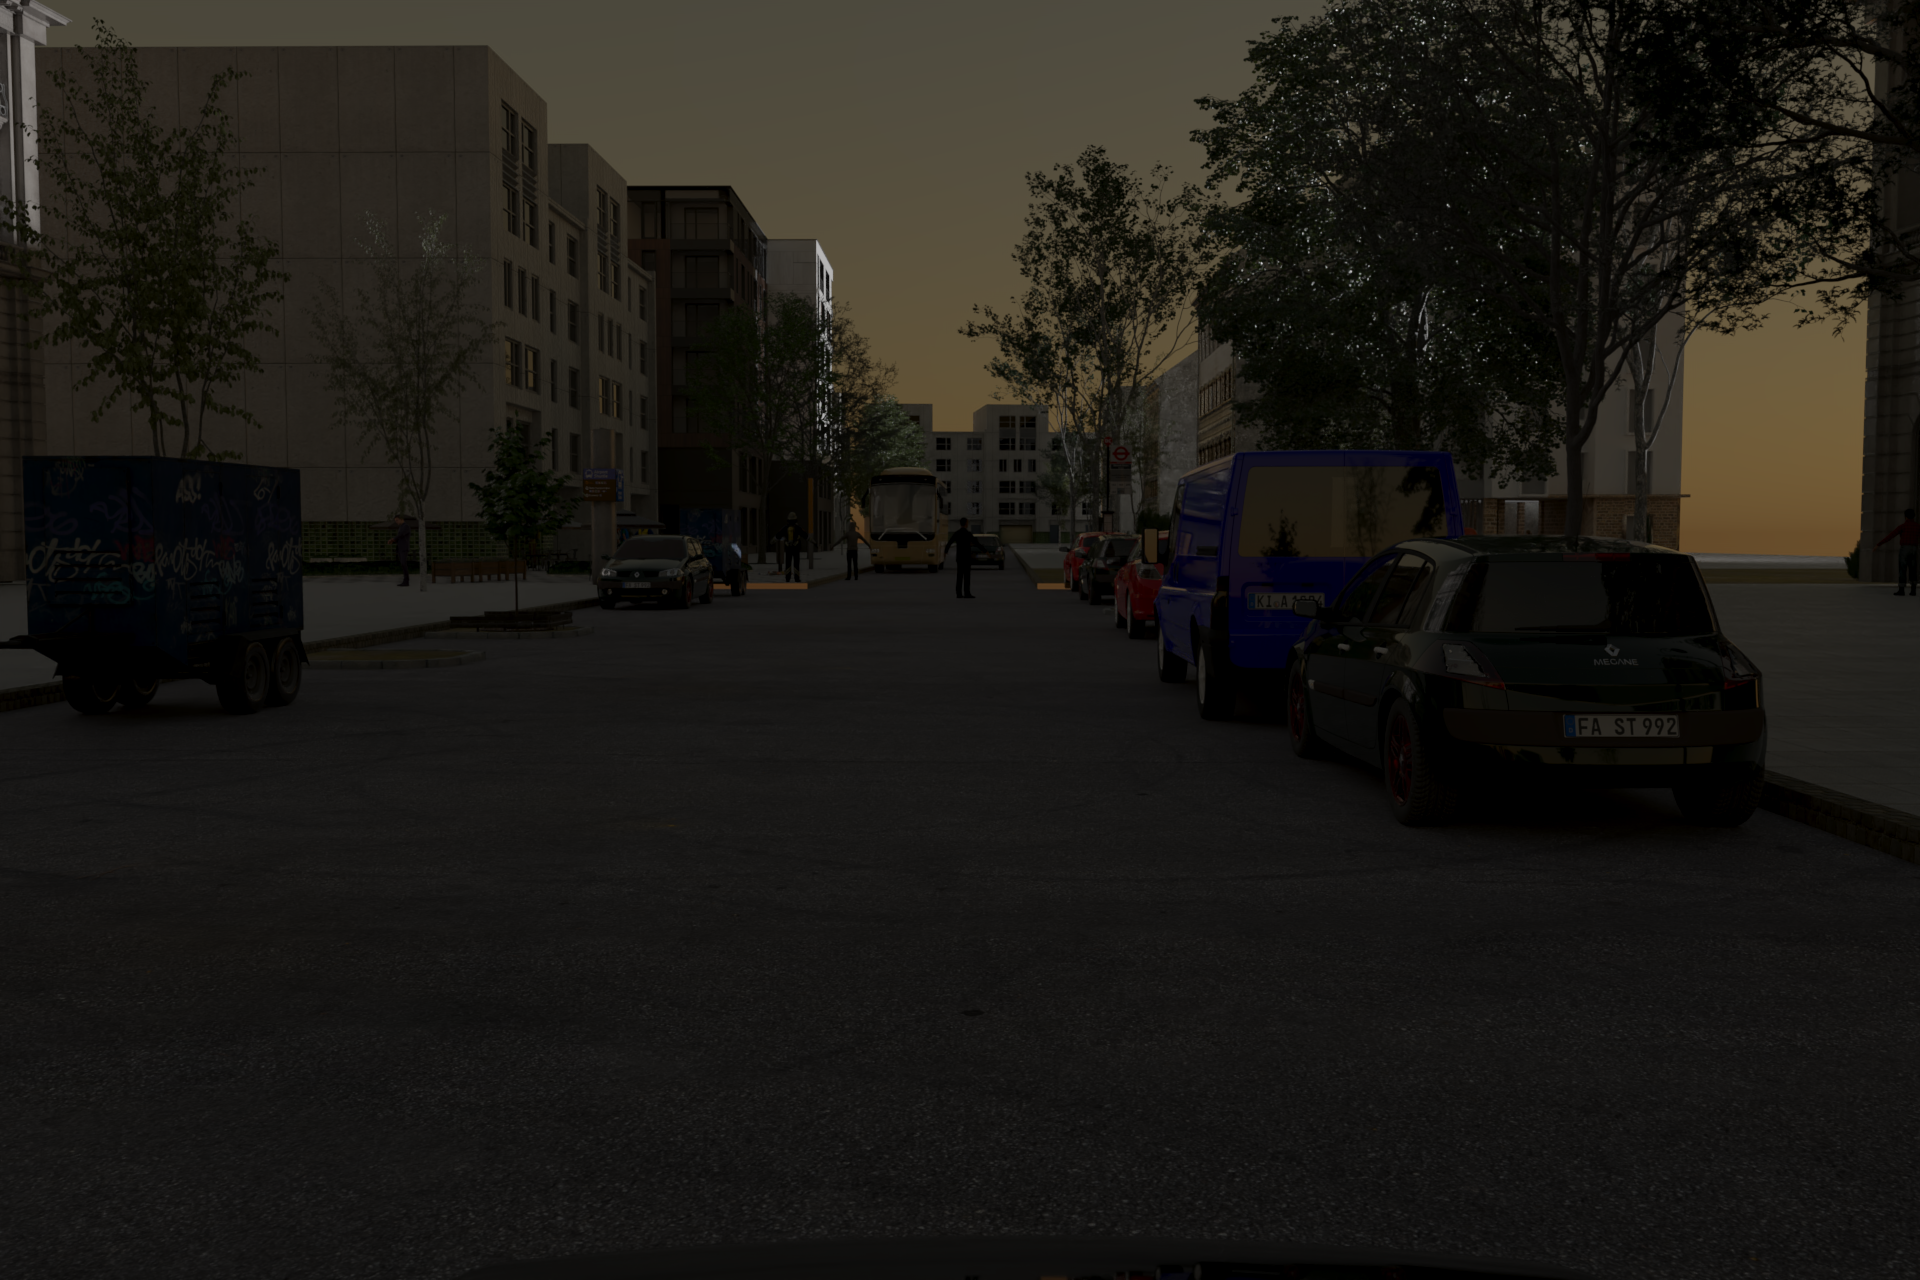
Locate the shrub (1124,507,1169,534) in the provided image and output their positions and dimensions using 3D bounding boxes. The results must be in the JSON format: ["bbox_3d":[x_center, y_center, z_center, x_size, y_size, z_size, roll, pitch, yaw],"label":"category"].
[{"bbox_3d":[5.343,-2.760,49.168,1.661,2.075,1.752,0,3,0],"label":"shrub"}]

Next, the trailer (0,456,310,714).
[{"bbox_3d":[-6.330,-0.387,13.382,1.471,1.999,3.904,0,4,1],"label":"trailer"}]

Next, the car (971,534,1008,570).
[{"bbox_3d":[0.965,-3.711,70.457,2.009,1.686,4.222,0,4,2],"label":"car"}]

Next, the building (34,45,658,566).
[{"bbox_3d":[-25.168,-12.994,78.910,16.747,18.905,31.486,0,4,1],"label":"building"}]

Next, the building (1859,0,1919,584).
[{"bbox_3d":[27.709,-11.604,30.377,13.314,22.015,24.055,0,4,2],"label":"building"}]

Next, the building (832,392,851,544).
[{"bbox_3d":[-23.351,-21.398,216.317,16.747,18.905,31.486,0,4,1],"label":"building"}]

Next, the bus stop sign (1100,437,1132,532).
[{"bbox_3d":[4.268,-3.593,47.449,0.855,3.939,0.416,0,4,0],"label":"bus stop sign"}]

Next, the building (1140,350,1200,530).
[{"bbox_3d":[28.959,-21.283,178.907,19.493,23.208,18.063,0,4,1],"label":"building"}]

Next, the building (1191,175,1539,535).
[{"bbox_3d":[24.600,-16.718,104.273,19.493,23.208,18.063,0,4,2],"label":"building"}]

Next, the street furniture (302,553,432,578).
[{"bbox_3d":[-20.948,-2.244,52.322,5.734,0.657,10.072,3,5,42],"label":"street furniture"}]

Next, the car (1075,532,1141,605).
[{"bbox_3d":[3.450,-1.625,36.361,2.009,1.686,4.222,0,4,0],"label":"car"}]

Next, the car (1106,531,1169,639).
[{"bbox_3d":[3.225,-0.984,25.123,2.155,1.783,4.494,0,4,2],"label":"car"}]

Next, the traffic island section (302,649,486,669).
[{"bbox_3d":[-6.428,0.216,19.342,1.991,0.108,1.994,0,4,1],"label":"traffic island section"}]

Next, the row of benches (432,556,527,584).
[{"bbox_3d":[-12.973,-1.912,46.721,1.422,0.672,4.104,1,4,14],"label":"row of benches"}]

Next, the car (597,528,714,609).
[{"bbox_3d":[-5.996,-1.502,34.347,2.009,1.686,4.222,0,4,1],"label":"car"}]

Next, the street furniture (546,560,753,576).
[{"bbox_3d":[-9.833,-2.470,56.013,5.734,0.657,10.072,0,4,6],"label":"street furniture"}]

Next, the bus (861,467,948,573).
[{"bbox_3d":[-1.908,-4.640,67.406,2.896,3.916,12.252,0,4,1],"label":"bus"}]

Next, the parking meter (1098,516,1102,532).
[{"bbox_3d":[4.790,-3.168,57.507,0.399,1.863,0.255,0,4,-1],"label":"parking meter"}]

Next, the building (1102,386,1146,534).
[{"bbox_3d":[27.063,-21.317,214.985,16.747,18.905,31.486,0,4,1],"label":"building"}]

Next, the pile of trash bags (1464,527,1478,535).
[{"bbox_3d":[6.635,-0.733,21.739,1.912,1.369,3.447,0,4,1],"label":"pile of trash bags"}]

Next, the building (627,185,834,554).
[{"bbox_3d":[-23.845,-16.772,118.190,27.936,21.610,32.646,0,4,0],"label":"building"}]

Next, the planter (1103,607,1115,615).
[{"bbox_3d":[3.588,-0.612,31.151,1.991,0.319,1.994,0,4,2],"label":"planter"}]

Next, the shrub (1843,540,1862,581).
[{"bbox_3d":[24.773,-2.223,47.459,1.383,1.207,1.383,0,3,0],"label":"shrub"}]

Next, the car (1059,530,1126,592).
[{"bbox_3d":[3.648,-2.172,44.557,2.155,1.783,4.494,0,3,0],"label":"car"}]

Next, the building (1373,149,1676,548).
[{"bbox_3d":[27.293,-14.394,91.764,16.016,20.090,11.380,0,4,1],"label":"building"}]

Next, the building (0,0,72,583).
[{"bbox_3d":[-29.638,-11.738,32.570,13.314,22.015,24.055,0,4,2],"label":"building"}]

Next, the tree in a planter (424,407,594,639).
[{"bbox_3d":[-6.309,-1.671,24.547,1.991,3.239,1.994,0,4,2],"label":"tree in a planter"}]

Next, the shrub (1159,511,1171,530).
[{"bbox_3d":[6.999,-3.355,58.903,1.661,2.075,1.752,0,3,0],"label":"shrub"}]

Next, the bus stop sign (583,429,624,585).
[{"bbox_3d":[-8.983,-3.344,43.685,0.837,3.901,0.837,0,4,2],"label":"bus stop sign"}]

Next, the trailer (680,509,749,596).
[{"bbox_3d":[-5.768,-1.984,39.494,1.471,1.999,3.904,0,4,2],"label":"trailer"}]

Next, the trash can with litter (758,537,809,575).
[{"bbox_3d":[-5.522,-2.669,54.694,1.678,1.210,2.233,0,4,1],"label":"trash can with litter"}]

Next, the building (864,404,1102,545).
[{"bbox_3d":[2.738,-22.825,242.111,31.486,18.905,16.747,0,4,-6],"label":"building"}]

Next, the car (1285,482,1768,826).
[{"bbox_3d":[3.002,-0.006,9.886,2.009,1.686,4.222,0,3,0],"label":"car"}]
